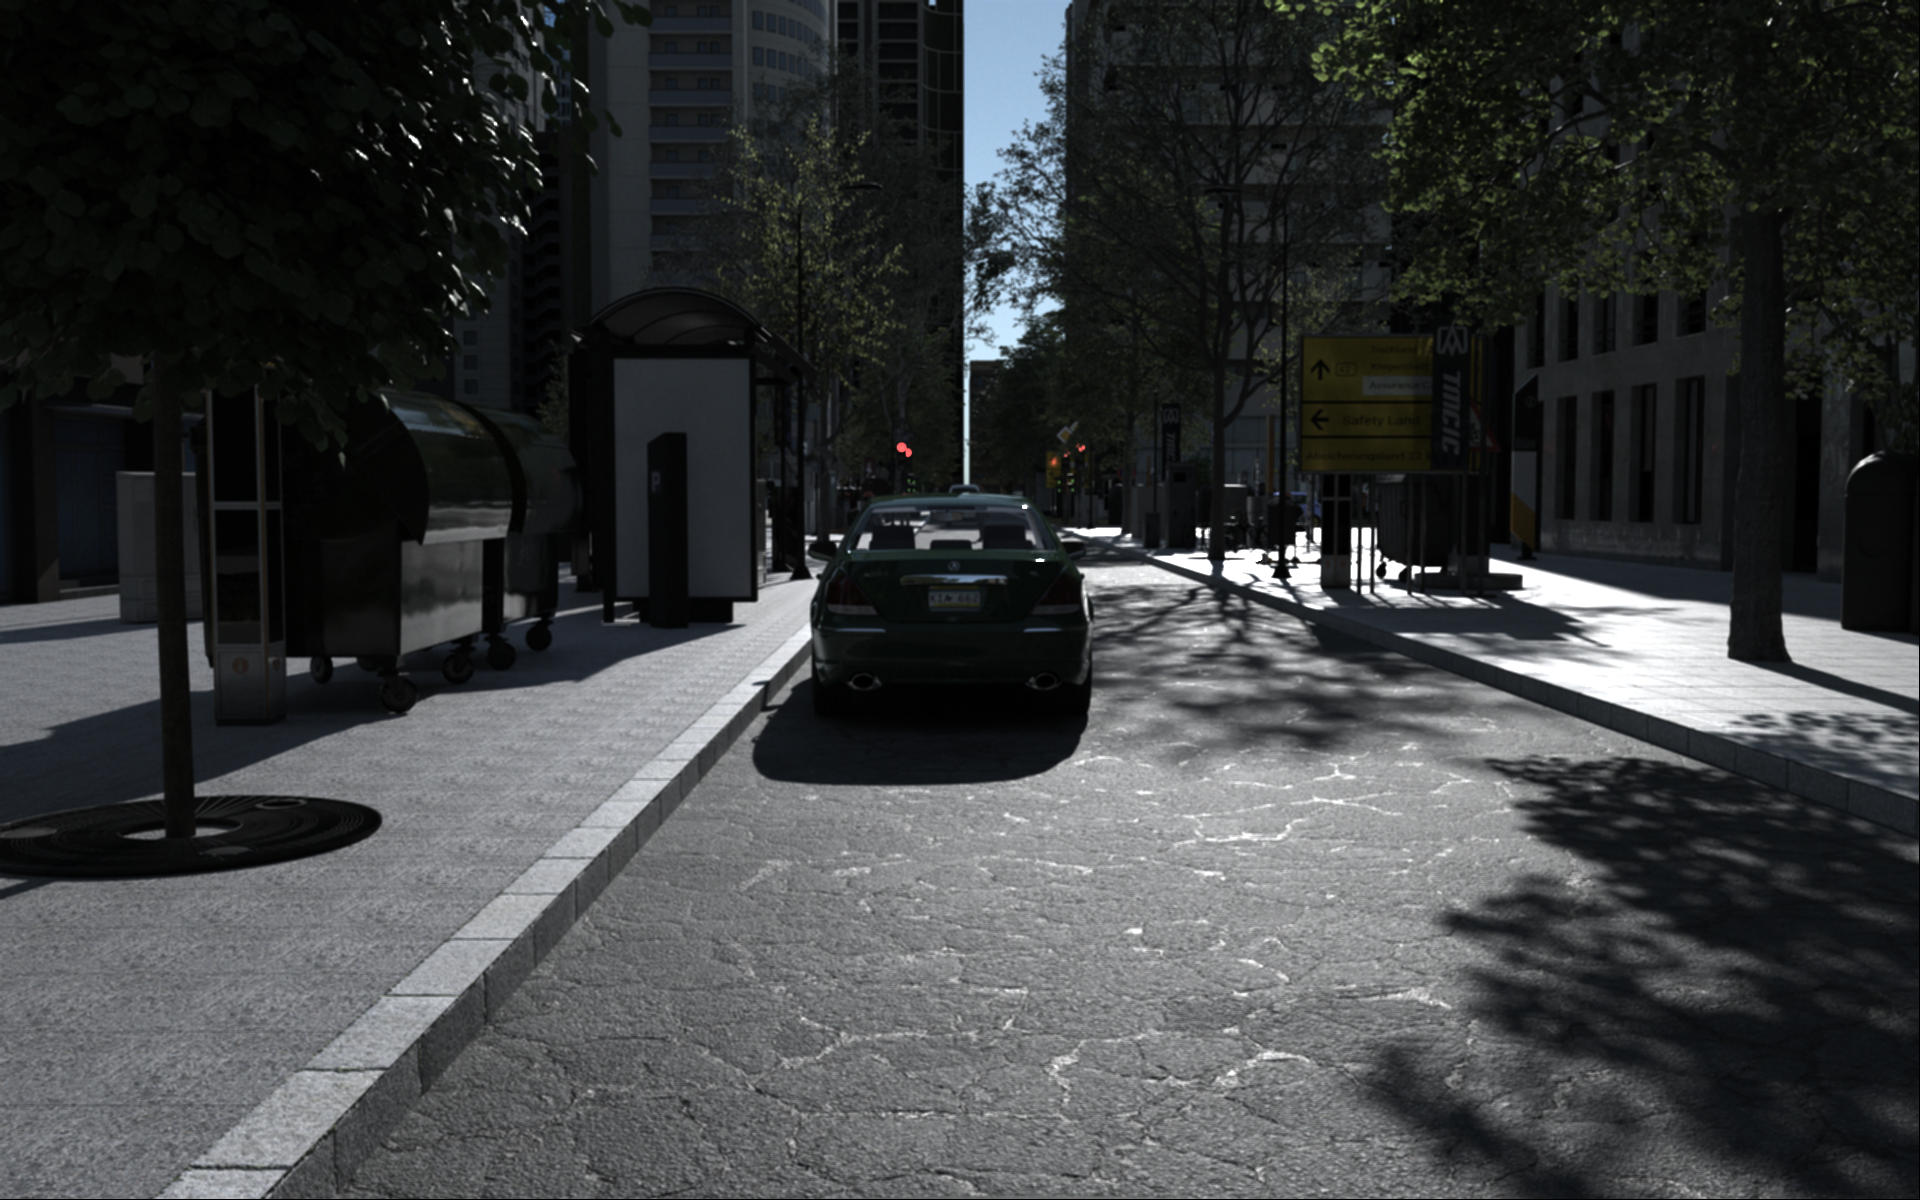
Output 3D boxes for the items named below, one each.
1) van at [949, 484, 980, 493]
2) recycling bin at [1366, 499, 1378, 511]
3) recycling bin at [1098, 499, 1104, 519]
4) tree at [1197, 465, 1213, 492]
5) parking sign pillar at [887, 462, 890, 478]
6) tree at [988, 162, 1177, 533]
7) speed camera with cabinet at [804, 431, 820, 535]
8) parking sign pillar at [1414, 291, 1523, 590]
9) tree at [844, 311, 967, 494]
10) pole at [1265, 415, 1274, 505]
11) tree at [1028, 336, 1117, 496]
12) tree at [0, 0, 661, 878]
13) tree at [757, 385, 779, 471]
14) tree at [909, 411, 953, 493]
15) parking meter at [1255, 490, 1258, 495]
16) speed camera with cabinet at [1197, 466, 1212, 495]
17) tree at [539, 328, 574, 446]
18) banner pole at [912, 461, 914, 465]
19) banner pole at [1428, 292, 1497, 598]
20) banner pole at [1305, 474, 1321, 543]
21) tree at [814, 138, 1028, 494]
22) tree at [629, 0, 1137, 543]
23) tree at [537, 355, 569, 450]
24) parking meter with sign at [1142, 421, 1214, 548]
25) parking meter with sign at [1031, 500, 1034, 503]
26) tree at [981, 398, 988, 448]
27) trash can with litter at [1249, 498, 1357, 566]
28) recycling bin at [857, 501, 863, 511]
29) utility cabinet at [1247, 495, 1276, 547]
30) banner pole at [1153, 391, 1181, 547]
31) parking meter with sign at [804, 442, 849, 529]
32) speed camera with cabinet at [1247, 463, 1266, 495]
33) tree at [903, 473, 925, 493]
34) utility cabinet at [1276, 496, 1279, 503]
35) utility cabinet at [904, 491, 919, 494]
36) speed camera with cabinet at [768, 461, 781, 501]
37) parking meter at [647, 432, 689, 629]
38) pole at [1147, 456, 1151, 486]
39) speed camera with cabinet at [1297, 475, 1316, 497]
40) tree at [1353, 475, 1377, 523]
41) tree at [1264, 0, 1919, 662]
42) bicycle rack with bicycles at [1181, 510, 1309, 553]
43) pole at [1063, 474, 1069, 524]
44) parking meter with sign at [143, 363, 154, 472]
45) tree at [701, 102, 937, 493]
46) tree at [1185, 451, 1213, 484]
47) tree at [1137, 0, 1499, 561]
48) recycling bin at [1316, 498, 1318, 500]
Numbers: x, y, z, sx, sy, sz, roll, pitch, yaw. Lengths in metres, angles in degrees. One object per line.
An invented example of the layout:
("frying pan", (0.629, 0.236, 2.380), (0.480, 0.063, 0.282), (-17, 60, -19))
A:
("van", (0.210, -4.283, 77.040), (2.013, 2.044, 4.112), (0, 4, 0))
("recycling bin", (23.205, -5.177, 97.203), (0.722, 1.027, 0.722), (0, 4, 5))
("recycling bin", (7.313, -4.712, 89.599), (0.722, 1.027, 0.722), (2, 4, 31))
("tree", (16.601, -7.517, 117.497), (1.663, 3.219, 1.824), (0, 3, 0))
("parking sign pillar", (-5.990, -9.090, 137.093), (1.447, 3.967, 1.447), (0, 4, -7))
("tree", (5.875, -8.497, 57.055), (7.486, 12.596, 7.792), (0, 3, 0))
("speed camera with cabinet", (-4.851, -3.718, 55.121), (0.660, 3.252, 2.038), (0, 4, 5))
("parking sign pillar", (6.993, -2.157, 23.738), (1.447, 3.967, 1.447), (1, 4, 10))
("tree", (-3.346, -11.447, 105.281), (7.486, 12.596, 7.792), (0, 3, 0))
("pole", (7.990, -3.110, 44.695), (0.158, 3.312, 0.155), (0, 3, 0))
("tree", (5.271, -7.739, 76.891), (4.737, 8.622, 4.395), (0, 3, 0))
("tree", (-2.842, -1.387, 6.384), (4.285, 4.588, 4.351), (0, 3, 0))
("tree", (-13.289, -9.834, 111.143), (4.737, 8.622, 4.395), (0, 3, 0))
("tree", (-2.972, -11.991, 146.408), (4.737, 8.622, 4.395), (0, 3, 0))
("parking meter", (19.314, -6.369, 112.552), (0.372, 1.533, 0.369), (0, 3, 0))
("speed camera with cabinet", (17.256, -7.932, 124.021), (2.038, 3.252, 0.660), (3, 4, 37))
("tree", (-16.302, -7.710, 76.420), (4.737, 8.622, 4.395), (0, 3, 0))
("banner pole", (-3.488, -8.466, 128.432), (0.401, 3.779, 0.863), (1, 4, 17))
("banner pole", (6.246, -1.923, 21.466), (0.863, 3.779, 0.401), (1, 4, 9))
("banner pole", (9.468, -3.381, 45.293), (0.863, 3.779, 0.401), (0, 4, -4))
("tree", (-2.421, -14.333, 90.231), (12.611, 20.169, 13.585), (0, 3, 0))
("tree", (-3.513, -8.280, 45.754), (12.009, 13.543, 11.850), (0, 3, 0))
("tree", (-20.015, -8.598, 90.947), (4.360, 8.622, 3.978), (0, 3, 0))
("parking meter with sign", (5.230, -2.743, 41.116), (1.738, 3.016, 0.543), (0, 4, -6))
("parking meter with sign", (5.287, -7.276, 115.230), (0.543, 3.016, 1.738), (-3, 5, -44))
("tree", (5.301, -11.741, 110.086), (7.486, 12.596, 7.792), (0, 3, 0))
("trash can with litter", (6.292, -1.260, 31.657), (2.233, 1.210, 1.678), (0, 4, -1))
("recycling bin", (-3.325, -3.140, 63.886), (0.722, 1.027, 0.722), (-2, 4, -29))
("utility cabinet", (7.312, -1.906, 42.324), (0.306, 1.237, 1.020), (-1, 4, -12))
("banner pole", (4.969, -3.185, 42.093), (0.863, 3.779, 0.401), (2, 4, 23))
("parking meter with sign", (-4.489, -3.735, 57.330), (1.738, 3.016, 0.543), (2, 4, 26))
("speed camera with cabinet", (18.955, -7.157, 111.355), (2.038, 3.252, 0.660), (3, 4, 38))
("tree", (-3.239, -7.770, 121.641), (1.663, 3.219, 1.824), (0, 3, 0))
("utility cabinet", (9.620, -2.619, 53.979), (0.306, 1.237, 1.020), (3, 5, 42))
("utility cabinet", (-3.530, -7.063, 124.161), (1.173, 1.500, 0.318), (0, 4, 1))
("speed camera with cabinet", (-10.800, -6.698, 103.854), (0.660, 3.252, 2.038), (-2, 4, -32))
("parking meter", (-2.805, -0.667, 16.620), (0.255, 1.863, 0.399), (-3, 4, -37))
("pole", (10.143, -6.066, 93.029), (0.158, 3.312, 0.155), (0, 3, 0))
("speed camera with cabinet", (25.925, -8.291, 129.886), (0.660, 3.252, 2.038), (-1, 4, -23))
("tree", (18.024, -5.642, 75.960), (4.285, 4.588, 4.351), (0, 3, 0))
("tree", (5.798, -5.805, 13.034), (7.486, 12.596, 7.792), (0, 3, 0))
("bicycle rack with bicycles", (6.567, -1.562, 38.915), (2.852, 0.926, 2.925), (-1, 4, -15))
("pole", (4.507, -4.876, 73.562), (0.158, 3.312, 0.155), (0, 3, 0))
("parking meter with sign", (-8.078, -1.410, 19.314), (1.738, 3.016, 0.543), (-1, 4, -13))
("tree", (-3.122, -5.084, 33.487), (4.360, 8.622, 3.978), (0, 3, 0))
("tree", (17.808, -8.902, 129.269), (4.285, 4.588, 4.351), (0, 3, 0))
("tree", (5.148, -7.531, 33.503), (12.009, 13.543, 11.850), (0, 3, 0))
("recycling bin", (22.674, -6.049, 111.454), (0.722, 1.027, 0.722), (2, 4, 26))
